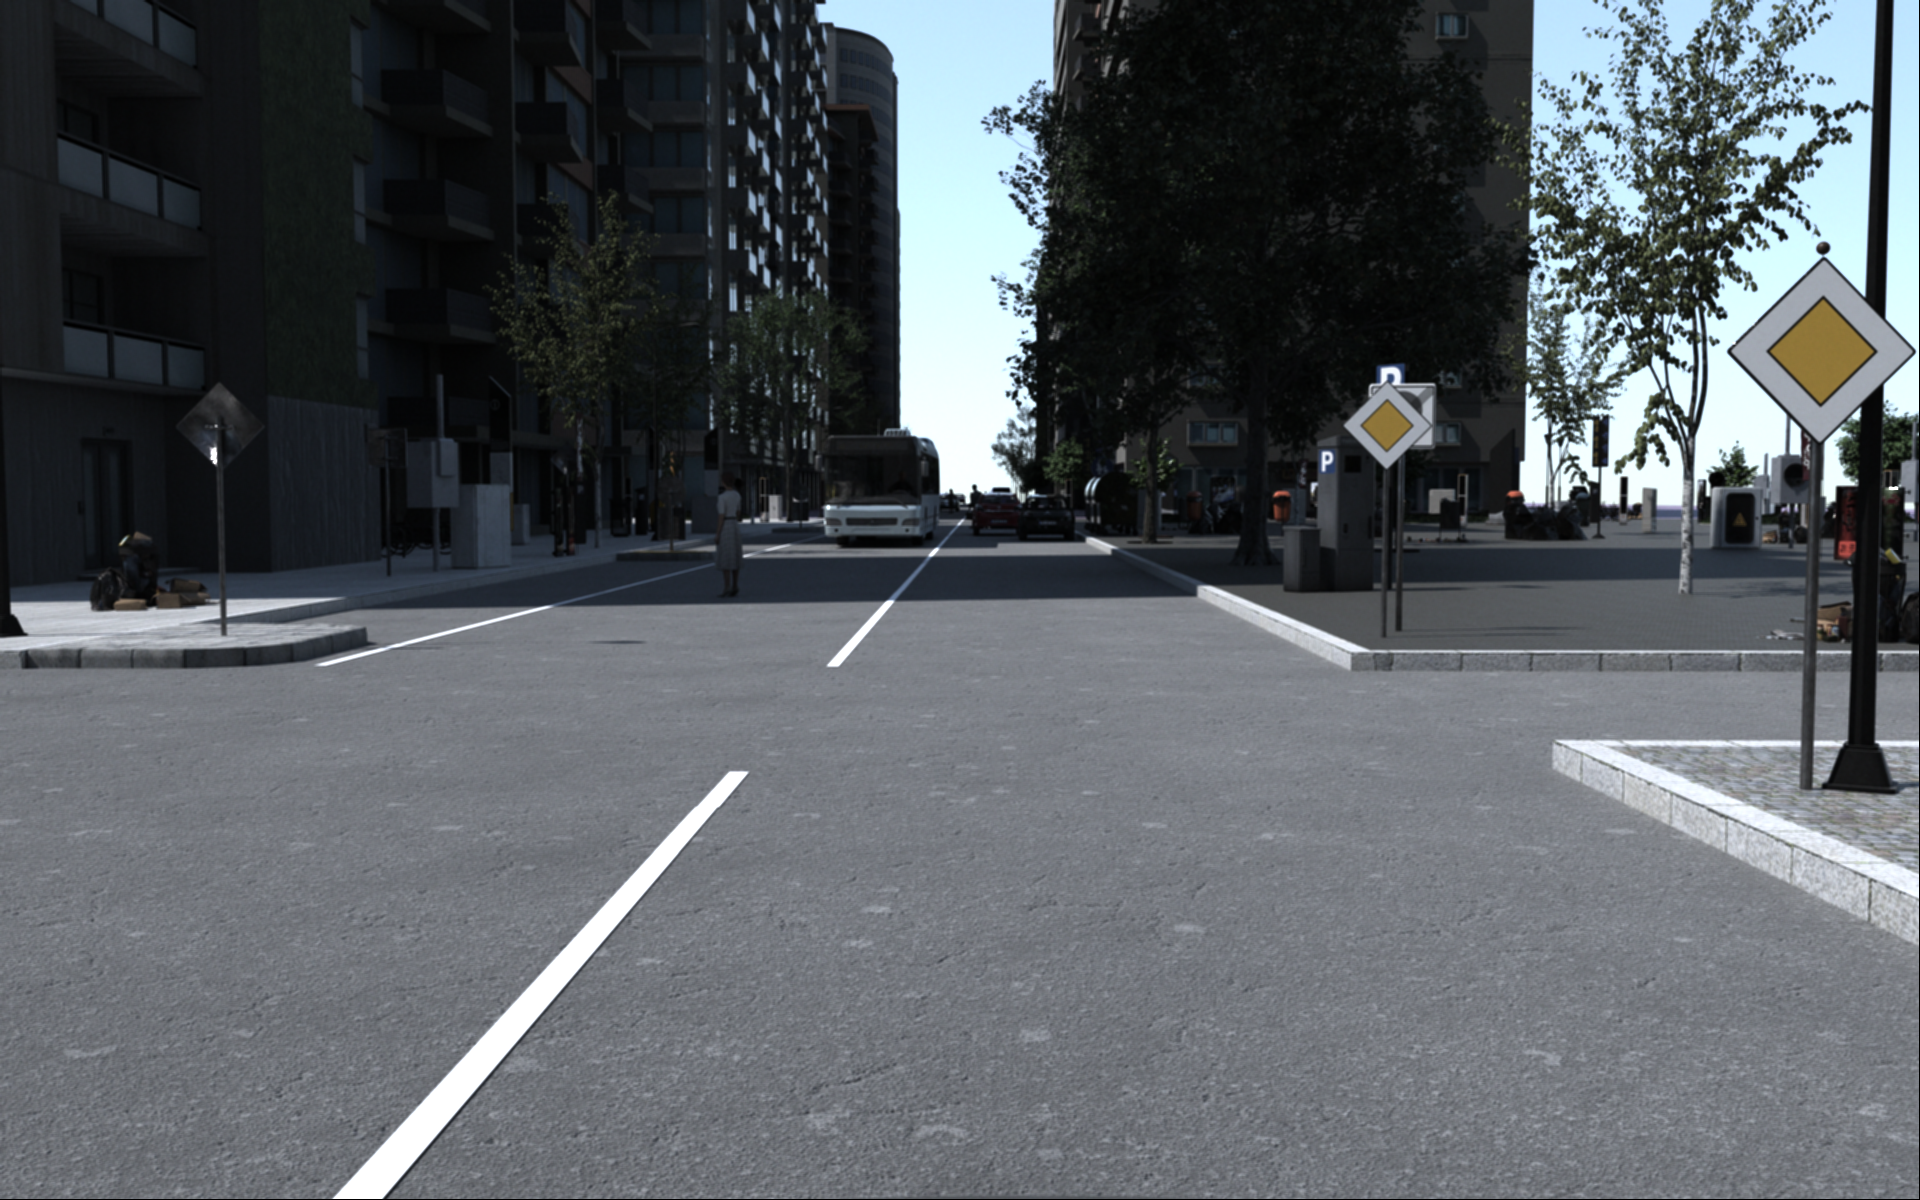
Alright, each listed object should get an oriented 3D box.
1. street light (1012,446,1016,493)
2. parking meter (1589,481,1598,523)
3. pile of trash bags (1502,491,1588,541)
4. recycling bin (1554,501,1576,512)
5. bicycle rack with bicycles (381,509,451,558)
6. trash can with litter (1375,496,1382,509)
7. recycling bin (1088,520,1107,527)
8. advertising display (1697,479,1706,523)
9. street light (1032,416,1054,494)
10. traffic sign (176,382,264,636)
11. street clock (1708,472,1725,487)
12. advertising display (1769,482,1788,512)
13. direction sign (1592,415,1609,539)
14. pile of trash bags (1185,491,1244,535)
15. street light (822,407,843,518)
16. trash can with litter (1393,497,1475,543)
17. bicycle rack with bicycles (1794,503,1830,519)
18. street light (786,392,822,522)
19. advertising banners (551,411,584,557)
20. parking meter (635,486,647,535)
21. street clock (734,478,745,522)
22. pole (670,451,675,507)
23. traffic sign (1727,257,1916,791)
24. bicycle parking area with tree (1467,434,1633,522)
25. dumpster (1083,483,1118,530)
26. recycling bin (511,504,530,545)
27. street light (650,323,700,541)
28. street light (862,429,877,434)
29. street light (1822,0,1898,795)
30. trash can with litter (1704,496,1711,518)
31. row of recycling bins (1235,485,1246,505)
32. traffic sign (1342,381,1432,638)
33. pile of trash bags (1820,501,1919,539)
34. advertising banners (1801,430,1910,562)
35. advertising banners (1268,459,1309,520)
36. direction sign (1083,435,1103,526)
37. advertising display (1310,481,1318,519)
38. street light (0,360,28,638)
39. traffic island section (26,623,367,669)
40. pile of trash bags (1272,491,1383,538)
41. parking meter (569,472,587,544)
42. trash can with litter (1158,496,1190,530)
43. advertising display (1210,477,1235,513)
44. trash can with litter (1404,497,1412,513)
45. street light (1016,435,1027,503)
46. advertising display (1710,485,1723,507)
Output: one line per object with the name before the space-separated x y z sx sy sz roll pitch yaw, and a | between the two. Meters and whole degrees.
street light | 5.782 -11.899 167.087 1.470 5.913 1.316 0 4 1
parking meter | 28.178 -4.355 76.913 0.399 1.863 0.255 0 4 5
pile of trash bags | 16.334 -2.414 49.215 1.912 1.369 3.447 0 4 -6
recycling bin | 22.450 -3.172 64.417 0.722 1.027 0.722 0 4 2
bicycle rack with bicycles | -12.149 -1.370 35.777 2.925 0.926 2.852 0 4 4
trash can with litter | 21.649 -4.779 89.523 0.624 1.170 1.055 0 4 -7
recycling bin | 5.451 -3.430 68.632 0.722 1.027 0.722 0 4 -2
advertising display | 32.832 -4.371 76.687 0.123 1.923 0.974 1 4 9
street light | 4.987 -7.983 103.055 1.470 5.913 1.316 0 4 1
traffic sign | -6.657 -0.732 15.608 0.795 2.450 0.064 0 4 1
street clock | 24.355 -3.132 55.780 0.471 2.002 0.358 2 4 32
advertising display | 42.311 -5.163 89.632 0.974 1.923 0.123 1 4 9
direction sign | 18.484 -3.549 50.031 0.379 3.537 0.876 0 4 -8
pile of trash bags | 8.149 -2.800 55.528 1.912 1.369 3.447 2 4 33
street light | -6.923 -7.346 92.649 1.470 5.913 1.316 0 4 1
trash can with litter | 12.716 -2.161 46.394 2.233 1.210 1.678 1 4 11
bicycle rack with bicycles | 33.067 -3.231 66.217 2.852 0.926 2.925 0 4 4
street light | -7.229 -6.505 78.892 1.470 5.913 1.316 0 4 1
advertising banners | -8.129 -2.437 36.028 0.090 3.025 2.074 0 4 5
parking meter | -9.963 -2.794 54.095 0.372 1.533 0.369 0 3 0
street clock | -9.994 -4.521 78.481 0.471 2.002 0.358 2 4 26
pole | -13.654 -5.409 82.285 0.158 3.312 0.155 0 3 0
traffic sign | 3.667 -0.233 7.449 0.795 2.450 0.064 0 4 1
bicycle parking area with tree | 29.068 -6.009 85.242 9.016 4.147 8.231 3 4 38
dumpster | 5.068 -3.426 61.768 1.264 1.857 1.865 0 4 1
recycling bin | -11.241 -1.896 43.553 0.722 1.027 0.722 0 4 -4
street light | -7.747 -4.565 47.171 1.470 5.913 1.316 0 4 1
street light | -6.482 -9.286 124.371 1.470 5.913 1.316 0 4 1
street light | 3.392 -2.132 7.403 1.470 5.913 1.316 0 4 1
trash can with litter | 39.030 -4.805 89.955 1.055 1.170 0.624 -2 4 -31
row of recycling bins | 13.545 -4.743 84.661 1.069 1.692 3.534 0 4 3
traffic sign | 3.786 -0.721 15.433 0.795 2.450 0.064 0 4 1
pile of trash bags | 26.141 -2.408 49.115 1.912 1.369 3.447 -1 4 -23
advertising banners | 17.229 -2.281 33.476 0.090 3.025 2.074 -3 5 -44
advertising banners | 16.300 -5.489 85.940 2.074 3.025 0.090 0 4 -8
direction sign | 5.116 -4.578 66.852 0.876 3.537 0.379 -2 4 -27
advertising display | 18.137 -5.050 87.783 0.123 1.923 0.974 -2 4 -34
street light | -8.084 -2.624 15.447 1.470 5.913 1.316 0 4 1
traffic island section | -6.681 0.404 15.670 2.009 0.180 2.903 0 4 1
pile of trash bags | 11.051 -2.567 51.717 3.447 1.369 1.912 1 4 8
parking meter | -9.806 -2.369 44.451 0.255 1.863 0.399 3 5 39
trash can with litter | 7.653 -3.105 61.829 2.233 1.210 1.678 -3 5 -42
advertising display | 9.681 -3.585 63.835 0.974 1.923 0.123 -1 4 -19
trash can with litter | 23.222 -4.761 89.234 1.055 1.170 0.624 1 4 10
street light | 5.356 -9.959 135.364 1.470 5.913 1.316 0 4 1
advertising display | 38.409 -5.037 87.563 0.974 1.923 0.123 0 4 -7
